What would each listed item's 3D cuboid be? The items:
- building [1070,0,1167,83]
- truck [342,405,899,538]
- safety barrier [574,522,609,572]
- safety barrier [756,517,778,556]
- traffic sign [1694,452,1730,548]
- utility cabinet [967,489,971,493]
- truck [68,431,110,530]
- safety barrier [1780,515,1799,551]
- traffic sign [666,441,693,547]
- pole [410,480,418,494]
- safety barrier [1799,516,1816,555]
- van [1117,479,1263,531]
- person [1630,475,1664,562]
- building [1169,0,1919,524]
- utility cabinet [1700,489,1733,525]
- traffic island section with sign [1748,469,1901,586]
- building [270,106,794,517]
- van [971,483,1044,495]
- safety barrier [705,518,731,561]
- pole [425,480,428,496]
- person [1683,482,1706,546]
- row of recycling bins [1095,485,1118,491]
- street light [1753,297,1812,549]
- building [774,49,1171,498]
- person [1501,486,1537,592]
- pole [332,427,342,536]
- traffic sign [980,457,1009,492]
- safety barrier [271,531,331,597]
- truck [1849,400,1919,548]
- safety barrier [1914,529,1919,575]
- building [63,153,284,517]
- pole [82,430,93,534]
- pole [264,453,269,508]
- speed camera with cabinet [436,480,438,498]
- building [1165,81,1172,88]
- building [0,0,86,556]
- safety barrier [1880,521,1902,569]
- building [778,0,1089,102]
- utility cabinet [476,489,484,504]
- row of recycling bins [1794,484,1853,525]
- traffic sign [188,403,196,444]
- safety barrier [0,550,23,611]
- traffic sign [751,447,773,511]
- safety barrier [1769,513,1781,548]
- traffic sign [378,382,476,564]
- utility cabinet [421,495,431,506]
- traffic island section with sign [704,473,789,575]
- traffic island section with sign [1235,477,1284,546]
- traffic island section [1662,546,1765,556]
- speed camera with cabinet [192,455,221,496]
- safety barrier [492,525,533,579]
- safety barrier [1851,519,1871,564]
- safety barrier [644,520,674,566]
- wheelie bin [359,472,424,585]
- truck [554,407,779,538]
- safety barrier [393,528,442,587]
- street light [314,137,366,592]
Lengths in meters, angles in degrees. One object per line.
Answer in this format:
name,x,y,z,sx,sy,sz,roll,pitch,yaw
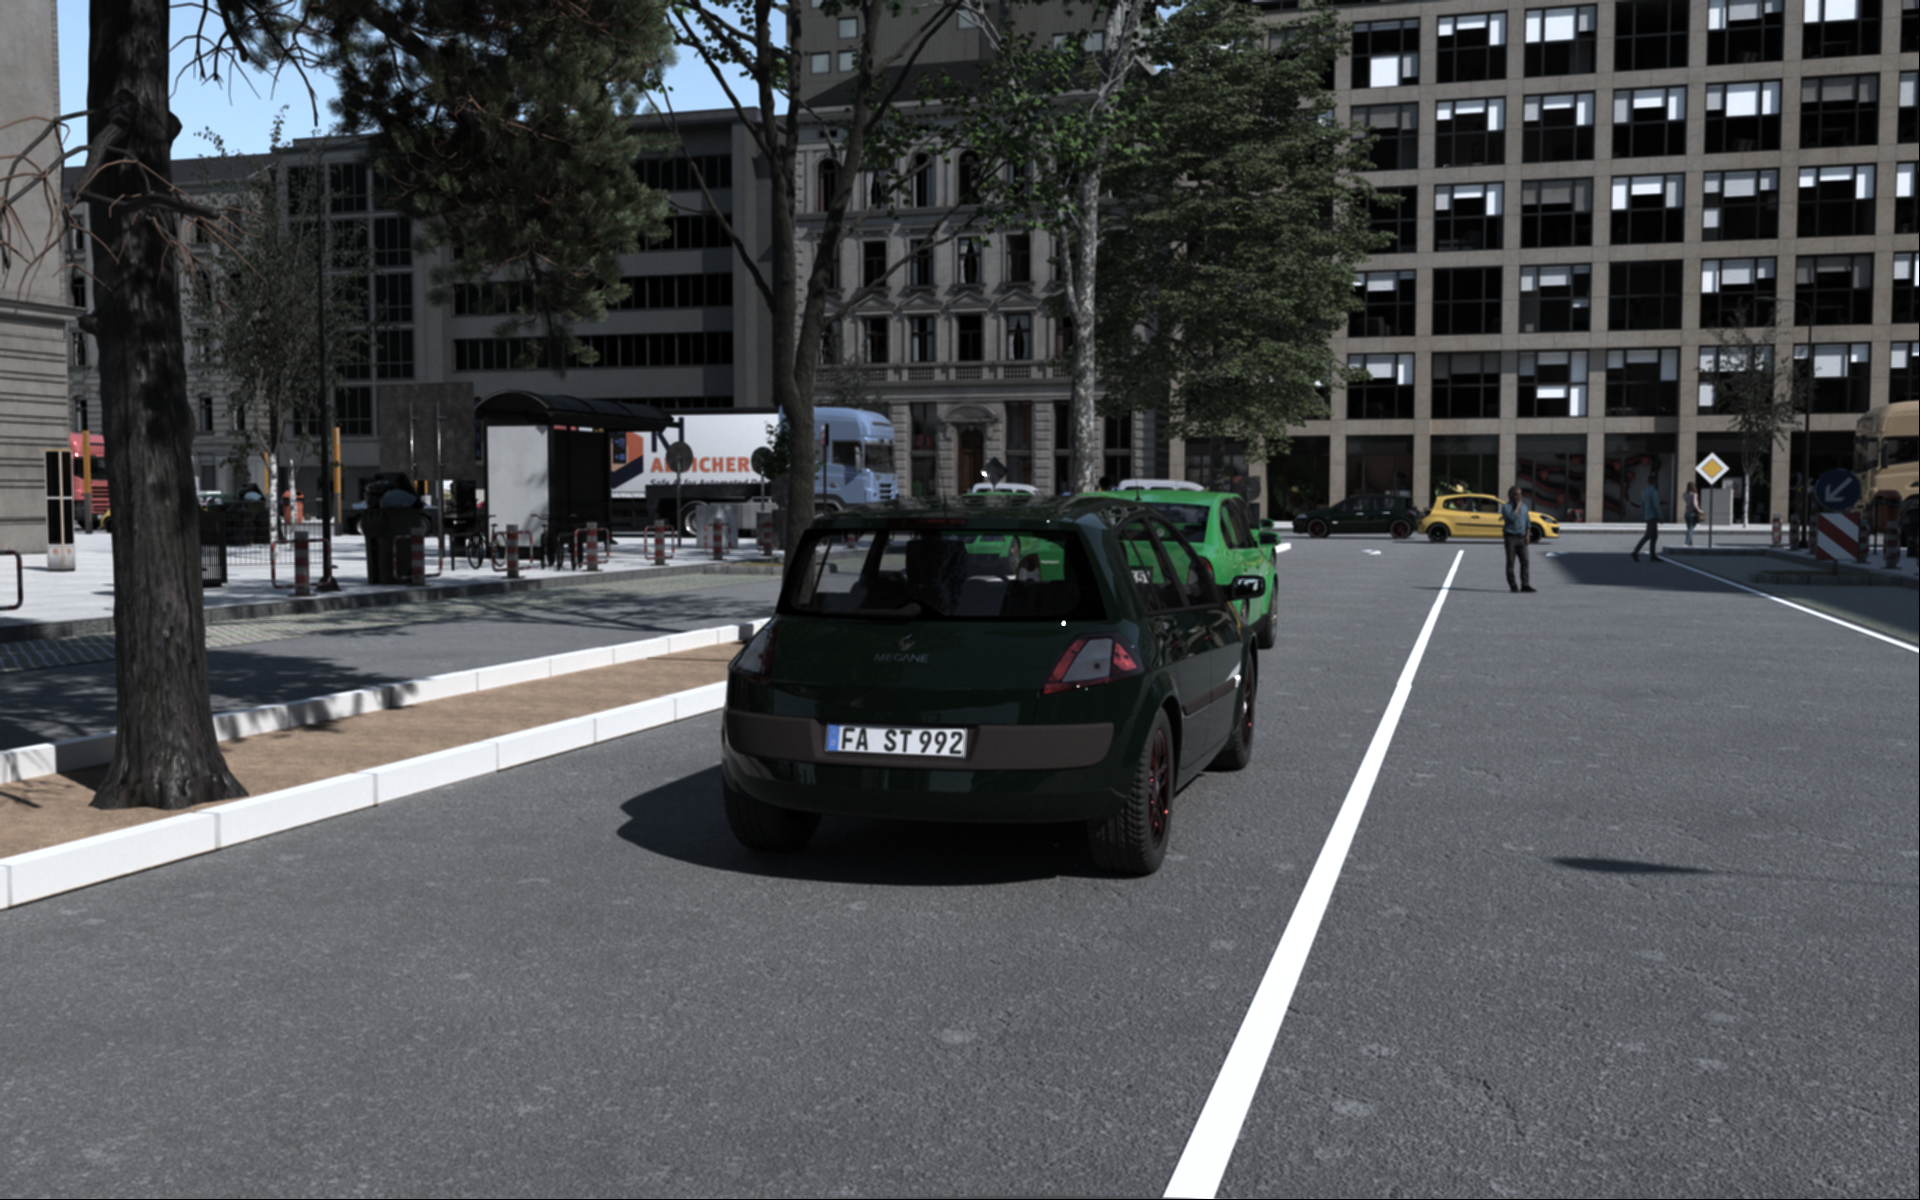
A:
building,3.150,-34.568,154.425,28.713,52.752,27.495,1,4,17
truck,-10.413,-3.891,53.378,18.799,4.110,2.967,1,4,17
safety barrier,-6.087,-0.880,28.658,0.300,0.817,1.120,1,4,17
safety barrier,-3.954,-1.309,35.671,0.300,0.817,1.120,1,4,17
traffic sign,17.893,-2.301,41.267,0.795,2.450,0.064,1,4,17
utility cabinet,0.877,-4.350,79.793,1.173,1.500,0.318,-3,5,-41
truck,-38.591,-4.937,69.639,11.283,4.237,2.839,1,4,16
safety barrier,18.811,-1.515,39.041,0.300,0.817,1.120,1,4,17
traffic sign,-6.791,-2.552,41.837,0.768,2.556,0.104,2,4,23
pole,-10.484,-2.401,33.094,0.158,3.312,0.155,0,3,0
safety barrier,18.101,-1.372,36.706,0.300,0.817,1.120,1,4,17
van,6.339,-2.515,48.132,4.112,2.044,2.013,1,4,15
person,14.549,-1.730,36.653,0.748,1.841,0.638,1,4,8
building,28.876,-17.151,84.939,34.151,26.468,19.350,1,4,17
utility cabinet,30.868,-3.790,70.641,1.173,1.500,0.318,3,5,41
traffic island section with sign,13.847,-1.176,27.860,1.989,1.847,2.006,1,4,17
building,-22.273,-17.058,97.963,30.058,24.678,14.314,1,4,17
van,2.413,-3.463,63.626,4.112,2.044,2.013,1,4,17
safety barrier,-4.661,-1.166,33.336,0.300,0.817,1.120,1,4,17
pole,-28.314,-5.995,91.855,0.158,3.312,0.155,0,3,0
person,18.689,-2.154,44.303,0.643,1.750,0.593,-1,4,-20
row of recycling bins,7.347,-4.409,79.206,3.534,1.692,1.069,-1,4,-19
street light,19.357,-4.173,40.778,1.470,5.913,1.316,1,4,17
building,1.842,-15.914,89.064,19.941,23.489,11.050,1,4,17
person,8.132,-0.888,25.231,0.499,1.552,0.429,0,4,8
pole,-19.008,-3.610,52.862,0.158,3.312,0.155,0,3,0
traffic sign,0.917,-2.616,46.420,0.795,2.450,0.064,1,4,17
safety barrier,-8.220,-0.450,21.632,0.300,0.817,1.120,1,4,17
truck,28.436,-3.390,44.341,11.283,4.237,2.839,1,4,16
safety barrier,15.261,-0.800,27.349,0.300,0.817,1.120,1,4,17
building,-46.121,-15.507,102.683,18.267,20.994,9.793,1,4,17
pole,-27.964,-3.771,55.505,0.158,3.312,0.155,0,3,0
pole,-34.003,-5.575,84.990,0.158,3.312,0.155,0,3,0
speed camera with cabinet,-25.950,-5.814,89.388,2.038,3.252,0.660,1,4,11
building,18.649,-32.699,184.737,14.200,45.320,14.600,1,4,17
building,-30.257,-12.178,35.268,21.152,22.565,11.583,1,4,17
safety barrier,15.969,-0.942,29.684,0.300,0.817,1.120,1,4,17
building,-3.235,-36.388,184.175,27.495,52.752,28.713,1,4,17
utility cabinet,-22.169,-4.310,79.140,0.318,1.500,1.173,2,4,24
row of recycling bins,35.036,-3.845,69.986,1.069,1.692,3.534,0,4,-7
traffic sign,-10.153,-1.360,22.340,0.768,2.556,0.104,1,4,23
safety barrier,-9.638,-0.164,16.954,0.300,0.817,1.120,1,4,17
traffic sign,-5.320,-2.850,46.704,0.768,2.556,0.104,2,4,24
safety barrier,19.516,-1.658,41.378,0.300,0.817,1.120,1,4,17
traffic sign,-9.823,-2.323,31.859,2.265,3.308,0.079,2,4,26
utility cabinet,-24.596,-4.199,79.808,0.306,1.237,1.020,-2,4,-26
traffic island section with sign,-3.325,-1.394,31.423,1.989,1.847,2.006,1,4,17
traffic island section with sign,7.355,-2.241,44.782,2.006,1.907,1.989,1,4,17
traffic island section,17.918,-1.166,41.337,2.009,0.180,2.903,1,4,17
speed camera with cabinet,-39.148,-5.812,89.355,0.660,3.252,2.038,2,4,25
safety barrier,-6.797,-0.736,26.313,0.300,0.817,1.120,1,4,17
safety barrier,16.676,-1.086,32.024,0.300,0.817,1.120,1,4,17
safety barrier,-5.376,-1.022,30.993,0.300,0.817,1.120,1,4,17
wheelie bin,-8.070,-1.022,24.614,0.980,1.594,0.693,2,4,32
truck,-10.187,-4.230,58.077,11.283,4.237,2.839,1,4,16
safety barrier,-7.502,-0.593,23.977,0.300,0.817,1.120,1,4,17
street light,-7.820,-3.055,22.498,1.470,5.913,1.316,1,4,17
